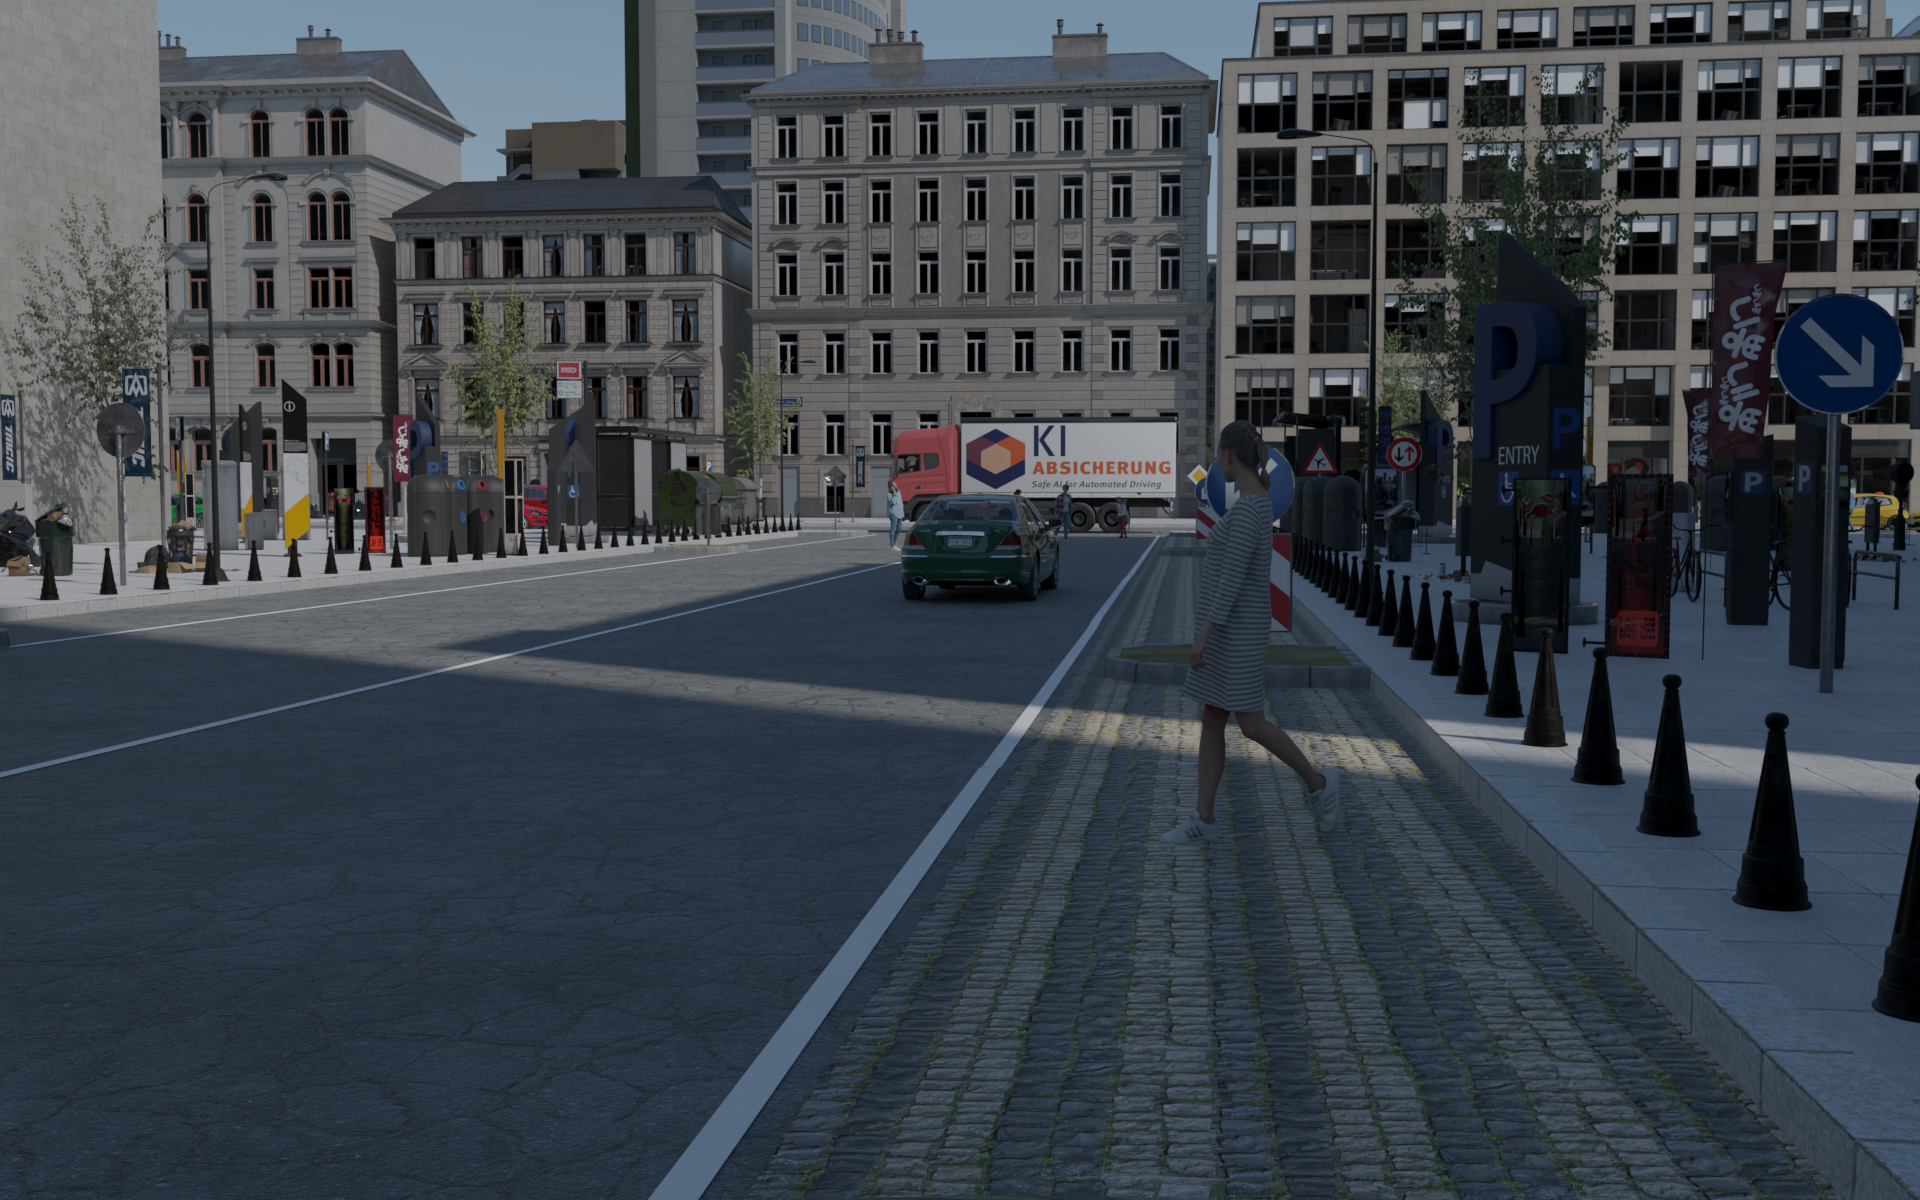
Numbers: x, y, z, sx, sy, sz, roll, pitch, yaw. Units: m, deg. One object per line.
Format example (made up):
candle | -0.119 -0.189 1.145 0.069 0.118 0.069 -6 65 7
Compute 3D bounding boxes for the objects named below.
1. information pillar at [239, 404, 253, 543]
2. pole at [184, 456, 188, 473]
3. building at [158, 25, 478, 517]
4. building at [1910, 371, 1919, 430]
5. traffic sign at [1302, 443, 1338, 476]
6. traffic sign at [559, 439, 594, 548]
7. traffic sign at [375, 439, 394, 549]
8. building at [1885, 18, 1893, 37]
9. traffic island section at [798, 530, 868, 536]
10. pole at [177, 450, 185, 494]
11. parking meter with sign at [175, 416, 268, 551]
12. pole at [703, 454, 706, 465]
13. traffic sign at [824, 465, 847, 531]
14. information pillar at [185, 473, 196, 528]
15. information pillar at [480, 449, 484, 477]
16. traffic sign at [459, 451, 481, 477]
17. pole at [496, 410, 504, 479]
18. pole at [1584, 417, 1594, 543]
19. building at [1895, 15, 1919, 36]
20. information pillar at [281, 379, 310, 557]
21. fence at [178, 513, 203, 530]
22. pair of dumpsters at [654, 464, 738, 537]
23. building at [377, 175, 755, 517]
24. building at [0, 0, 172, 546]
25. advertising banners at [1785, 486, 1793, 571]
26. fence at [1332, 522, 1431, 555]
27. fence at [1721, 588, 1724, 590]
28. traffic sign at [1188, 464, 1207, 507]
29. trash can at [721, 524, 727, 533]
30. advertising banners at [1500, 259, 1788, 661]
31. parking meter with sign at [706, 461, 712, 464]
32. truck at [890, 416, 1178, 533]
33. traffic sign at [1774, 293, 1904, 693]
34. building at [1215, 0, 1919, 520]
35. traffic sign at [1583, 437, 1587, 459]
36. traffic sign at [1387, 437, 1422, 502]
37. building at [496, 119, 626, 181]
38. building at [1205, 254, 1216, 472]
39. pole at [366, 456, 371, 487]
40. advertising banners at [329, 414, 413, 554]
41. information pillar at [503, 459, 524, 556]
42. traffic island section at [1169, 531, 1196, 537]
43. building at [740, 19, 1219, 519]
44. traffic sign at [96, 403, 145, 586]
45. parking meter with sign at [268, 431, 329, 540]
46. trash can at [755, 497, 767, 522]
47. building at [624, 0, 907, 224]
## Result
information pillar | -18.670 -3.297 45.268 0.183 3.616 0.504 0 4 3
pole | -41.588 -6.067 93.039 0.158 3.312 0.155 0 3 0
building | -42.511 -19.260 102.284 23.554 28.519 14.401 0 4 8
building | 27.839 -14.348 28.100 14.314 27.812 24.014 0 4 8
traffic sign | 9.104 -2.682 43.847 0.884 2.594 0.081 1 4 17
traffic sign | -9.105 -2.513 41.098 0.884 2.594 0.081 1 4 9
traffic sign | -13.260 -2.460 40.325 0.768 2.556 0.104 1 4 9
building | 88.172 -34.191 182.728 21.600 48.544 21.300 0 4 8
traffic island section | -4.349 -2.316 60.140 2.009 0.180 2.903 0 4 8
pole | -36.525 -5.333 81.030 0.158 3.312 0.155 0 3 0
parking meter with sign | -16.759 -2.629 39.251 1.738 3.016 0.543 -2 4 -34
pole | -13.061 -5.796 88.611 0.158 3.312 0.155 0 3 0
traffic sign | -4.325 -3.452 60.076 0.795 2.450 0.064 0 4 8
information pillar | -26.855 -3.422 60.444 0.304 2.012 0.304 -1 4 -18
information pillar | -25.188 -6.109 91.235 0.183 3.616 0.504 0 4 -3
traffic sign | -11.613 -2.381 41.058 0.606 2.300 0.079 1 4 16
pole | -11.118 -2.942 41.944 0.158 3.312 0.155 0 3 0
pole | 16.598 -3.172 45.707 0.158 3.312 0.155 0 3 0
building | 58.397 -18.578 89.657 20.117 28.700 13.634 0 4 8
information pillar | -13.553 -2.687 35.294 0.504 3.616 0.183 -2 4 -29
fence | -23.177 -2.324 53.373 2.069 0.683 0.278 1 4 9
pair of dumpsters | -8.213 -3.145 53.908 1.574 2.255 4.437 0 4 8
building | -21.434 -14.309 98.574 19.286 19.102 10.561 0 4 8
building | -31.211 -11.583 44.130 16.860 20.320 10.420 0 4 8
advertising banners | 13.083 -1.997 28.839 2.074 3.025 0.090 1 4 12
fence | 8.946 -1.309 36.770 2.069 0.683 0.278 0 4 -4
fence | 10.816 -0.532 24.075 0.278 0.683 2.069 2 4 28
traffic sign | 8.059 -3.350 58.421 0.795 2.450 0.064 0 4 8
trash can | -7.990 -2.822 57.789 0.748 1.137 0.748 0 3 0
advertising banners | 5.291 -1.061 13.534 2.074 3.025 0.090 2 4 34
parking meter with sign | -12.625 -5.835 91.664 1.738 3.016 0.543 2 4 26
truck | 2.398 -4.617 64.405 11.283 4.237 2.839 0 4 7
traffic sign | 5.592 -0.673 11.104 0.768 2.556 0.104 1 4 11
building | 31.423 -17.787 95.330 34.151 26.468 19.350 0 4 8
traffic sign | 11.559 -2.017 33.089 0.768 2.556 0.104 1 4 15
traffic sign | 9.886 -2.355 38.611 0.768 2.556 0.104 1 4 9
building | -44.902 -33.897 204.323 14.200 45.320 14.600 0 4 8
building | 47.999 -34.756 260.140 23.993 40.220 32.217 0 4 8
pole | -31.662 -6.051 92.774 0.158 3.312 0.155 0 3 0
advertising banners | -12.681 -2.522 37.425 0.090 3.025 2.074 3 4 38
information pillar | -9.308 -1.935 36.123 0.304 2.012 0.304 1 4 16
traffic island section | 8.083 -2.215 58.495 2.009 0.180 2.903 0 4 8
building | 1.566 -18.314 96.689 25.104 27.353 12.463 0 4 8
traffic sign | -11.710 -1.471 24.160 0.768 2.556 0.104 1 4 12
parking meter with sign | -18.434 -3.166 48.025 1.738 3.016 0.543 -1 4 -9
trash can | -9.339 -4.208 80.456 0.748 1.137 0.748 0 3 0
building | -17.573 -38.034 163.852 21.231 58.520 28.212 0 4 8
